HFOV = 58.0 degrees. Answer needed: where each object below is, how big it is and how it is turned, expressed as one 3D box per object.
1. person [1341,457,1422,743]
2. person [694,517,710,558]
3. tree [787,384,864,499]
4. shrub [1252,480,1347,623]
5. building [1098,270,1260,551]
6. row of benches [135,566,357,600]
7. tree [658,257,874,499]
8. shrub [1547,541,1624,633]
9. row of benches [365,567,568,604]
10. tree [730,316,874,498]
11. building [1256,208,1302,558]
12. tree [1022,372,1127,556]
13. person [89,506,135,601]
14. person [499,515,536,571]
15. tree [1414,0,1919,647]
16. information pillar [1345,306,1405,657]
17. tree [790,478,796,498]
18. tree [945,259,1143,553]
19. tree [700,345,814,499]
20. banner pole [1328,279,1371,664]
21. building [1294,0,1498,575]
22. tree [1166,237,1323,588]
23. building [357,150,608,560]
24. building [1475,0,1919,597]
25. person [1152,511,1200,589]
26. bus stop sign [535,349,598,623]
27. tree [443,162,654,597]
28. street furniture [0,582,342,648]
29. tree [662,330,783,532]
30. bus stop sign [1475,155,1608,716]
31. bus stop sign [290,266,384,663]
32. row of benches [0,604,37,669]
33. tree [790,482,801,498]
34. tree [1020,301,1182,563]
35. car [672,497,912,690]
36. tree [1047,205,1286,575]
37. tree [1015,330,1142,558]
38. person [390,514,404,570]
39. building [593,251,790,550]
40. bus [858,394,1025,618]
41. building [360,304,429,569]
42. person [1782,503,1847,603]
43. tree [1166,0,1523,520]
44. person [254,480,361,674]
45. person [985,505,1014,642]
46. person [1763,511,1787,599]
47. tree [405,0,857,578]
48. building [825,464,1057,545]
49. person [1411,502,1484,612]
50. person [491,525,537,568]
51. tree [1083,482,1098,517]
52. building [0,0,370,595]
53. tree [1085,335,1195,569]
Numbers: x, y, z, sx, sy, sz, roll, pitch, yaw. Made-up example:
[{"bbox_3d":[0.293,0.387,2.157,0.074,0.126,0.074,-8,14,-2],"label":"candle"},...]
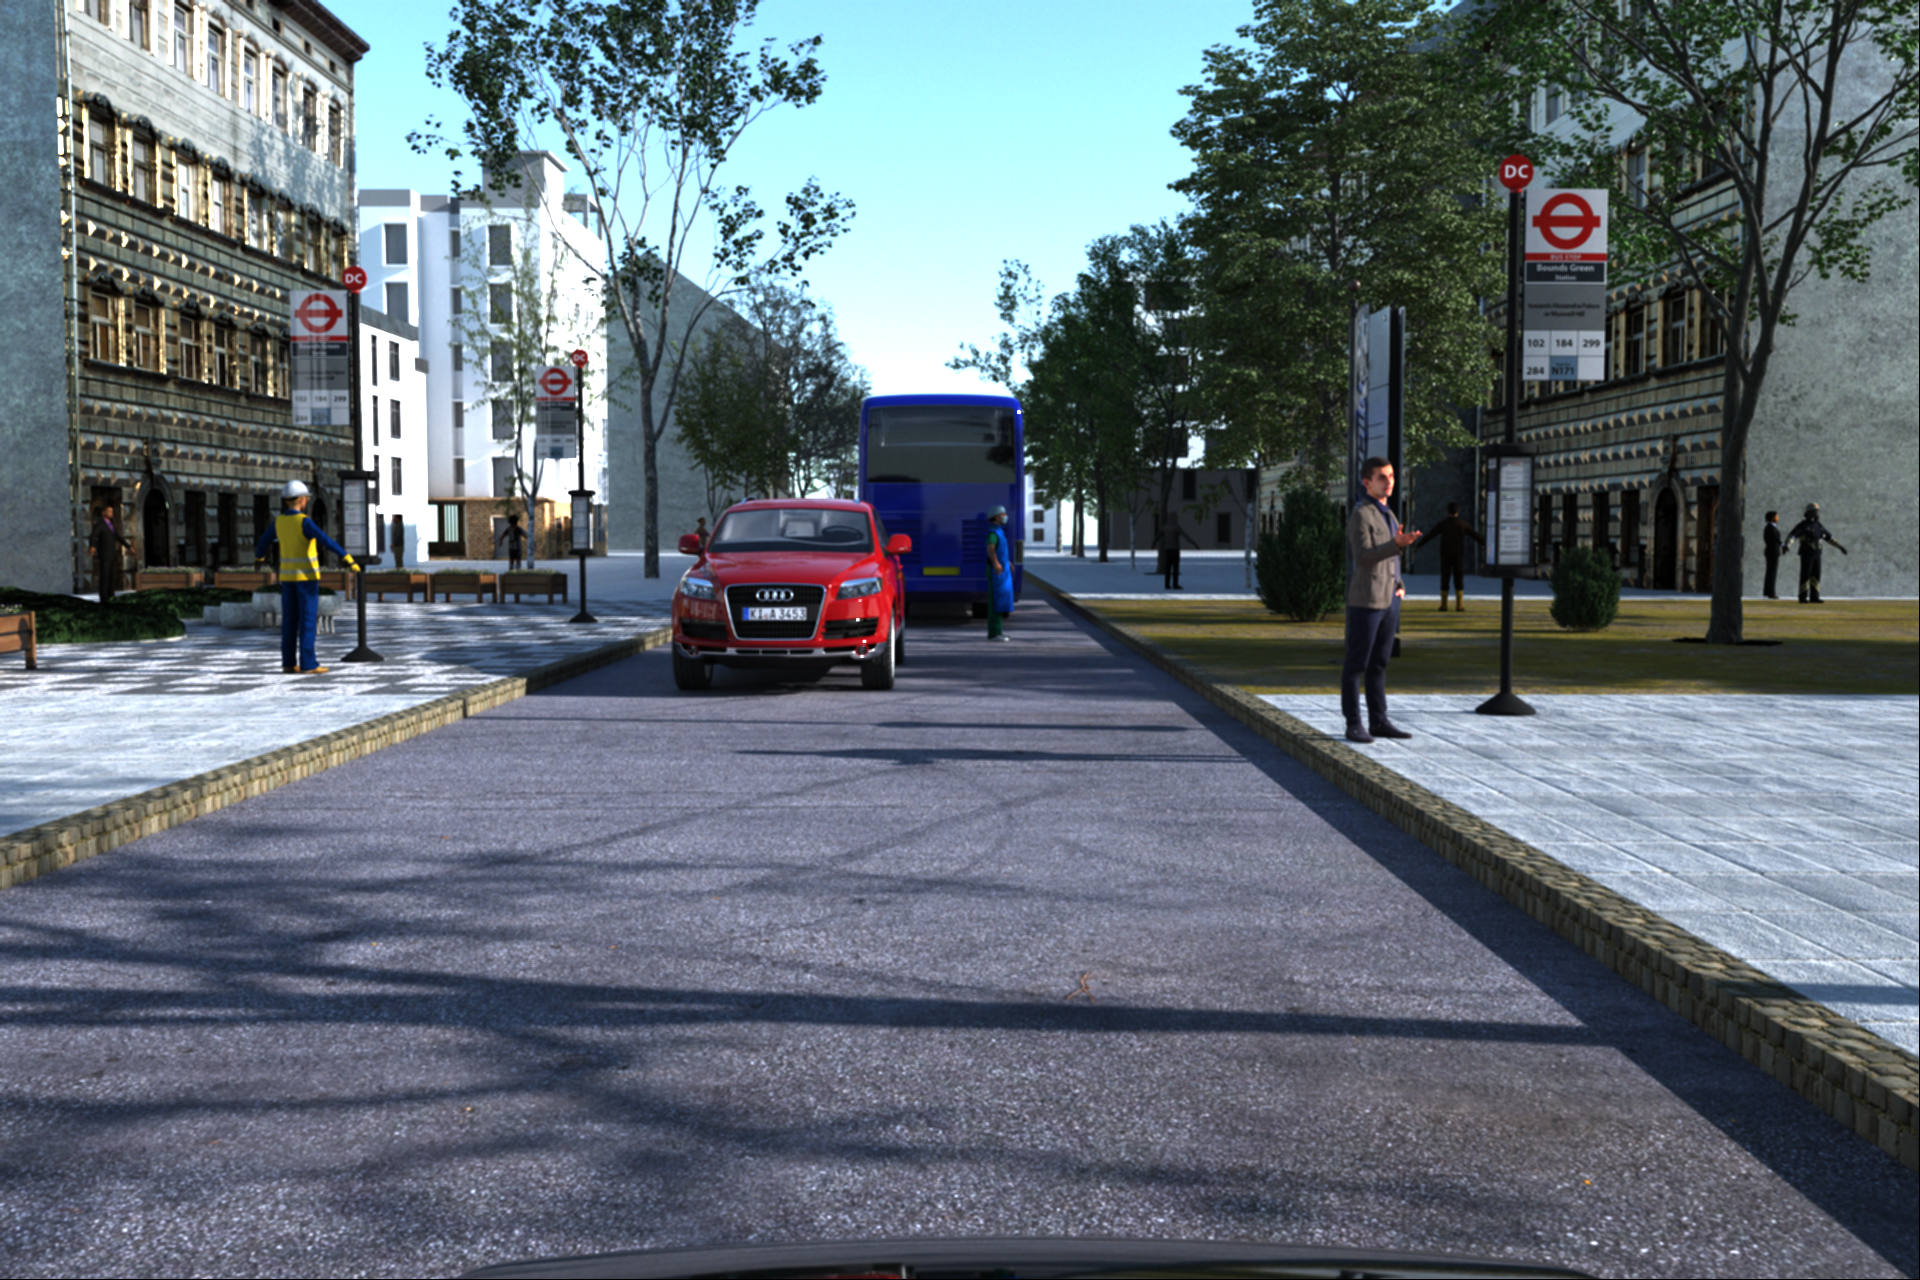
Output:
[{"bbox_3d":[2.682,-0.250,10.666,0.617,1.759,0.750,-3,4,-36],"label":"person"},{"bbox_3d":[-6.936,-2.465,47.102,0.721,1.733,1.217,2,4,27],"label":"person"},{"bbox_3d":[-8.470,-11.819,119.002,9.928,11.665,9.643,0,3,0],"label":"tree"},{"bbox_3d":[5.061,-1.303,25.338,1.661,2.075,1.752,0,3,0],"label":"shrub"},{"bbox_3d":[25.728,-18.755,150.617,27.936,21.610,32.646,0,4,0],"label":"building"},{"bbox_3d":[-13.906,-1.109,33.593,4.104,0.672,1.422,0,4,-7],"label":"row of benches"},{"bbox_3d":[-8.440,-10.246,77.884,12.009,13.543,11.850,0,3,0],"label":"tree"},{"bbox_3d":[8.182,-0.708,22.685,1.383,1.207,1.383,0,3,0],"label":"shrub"},{"bbox_3d":[-9.176,-1.029,32.280,4.104,0.672,1.422,1,4,14],"label":"row of benches"},{"bbox_3d":[-9.076,-11.515,98.632,12.009,13.543,11.850,0,3,0],"label":"tree"},{"bbox_3d":[25.355,-15.474,83.924,19.493,23.208,18.063,0,4,0],"label":"building"},{"bbox_3d":[7.058,-10.888,103.770,9.928,11.665,9.643,0,3,0],"label":"tree"},{"bbox_3d":[-15.552,-1.555,31.648,0.704,1.802,1.346,0,4,5],"label":"person"},{"bbox_3d":[-12.567,-2.619,48.970,1.345,1.843,0.704,2,4,29],"label":"person"},{"bbox_3d":[9.125,-5.757,19.876,9.928,11.665,9.643,0,3,0],"label":"tree"},{"bbox_3d":[4.477,-1.678,18.749,0.184,3.620,1.656,0,4,-2],"label":"information pillar"},{"bbox_3d":[-22.482,-16.518,204.484,7.601,10.594,8.767,0,4,-3],"label":"tree"},{"bbox_3d":[5.662,-16.183,120.473,12.611,20.169,13.585,0,3,0],"label":"tree"},{"bbox_3d":[-8.126,-7.224,68.482,4.737,8.622,4.395,0,3,0],"label":"tree"},{"bbox_3d":[3.875,-1.644,16.899,0.401,3.779,0.863,0,4,-1],"label":"banner pole"},{"bbox_3d":[23.394,-14.173,62.661,19.493,23.208,18.063,0,3,0],"label":"building"},{"bbox_3d":[6.886,-5.563,41.321,4.737,8.622,4.395,0,3,0],"label":"tree"},{"bbox_3d":[-25.232,-14.088,86.754,16.016,20.090,11.380,0,4,0],"label":"building"},{"bbox_3d":[25.160,-13.015,43.732,19.493,23.208,18.063,0,3,0],"label":"building"},{"bbox_3d":[4.966,-2.091,40.309,1.348,1.813,0.705,3,5,43],"label":"person"},{"bbox_3d":[-5.701,-2.225,25.087,0.855,3.939,0.416,0,3,0],"label":"bus stop sign"},{"bbox_3d":[-8.940,-5.181,35.080,4.360,8.622,3.978,0,3,0],"label":"tree"},{"bbox_3d":[-12.225,-0.529,24.268,5.734,0.657,10.072,-2,4,-34],"label":"street furniture"},{"bbox_3d":[-8.689,-6.829,62.018,4.737,8.622,4.395,0,3,0],"label":"tree"},{"bbox_3d":[4.130,-1.443,12.293,0.855,3.939,0.416,0,4,0],"label":"bus stop sign"},{"bbox_3d":[-6.248,-1.752,17.355,0.855,3.939,0.416,0,4,0],"label":"bus stop sign"},{"bbox_3d":[-8.902,0.061,14.460,1.422,0.672,4.104,0,4,-6],"label":"row of benches"},{"bbox_3d":[-21.560,-16.005,212.038,4.737,8.622,4.395,0,3,0],"label":"tree"},{"bbox_3d":[6.321,-9.309,77.961,9.928,11.665,9.643,0,3,0],"label":"tree"},{"bbox_3d":[-1.615,-0.548,17.630,2.281,1.827,5.304,0,3,0],"label":"car"},{"bbox_3d":[6.584,-7.874,54.497,9.928,11.665,9.643,0,3,0],"label":"tree"},{"bbox_3d":[6.202,-10.784,94.450,7.486,12.596,7.792,0,3,0],"label":"tree"},{"bbox_3d":[-14.277,-2.305,43.964,0.705,1.796,1.348,-1,4,-13],"label":"person"},{"bbox_3d":[-24.268,-19.128,143.668,19.493,23.208,18.063,0,4,-1],"label":"building"},{"bbox_3d":[-0.369,-2.489,32.248,2.896,3.916,12.251,0,4,-1],"label":"bus"},{"bbox_3d":[-26.433,-7.826,70.097,9.099,9.664,28.070,0,4,0],"label":"building"},{"bbox_3d":[15.801,-1.612,32.130,1.354,1.856,0.705,-1,4,-13],"label":"person"},{"bbox_3d":[7.320,-7.047,33.338,7.486,12.596,7.792,0,3,0],"label":"tree"},{"bbox_3d":[-6.055,-0.584,16.005,1.216,1.772,0.721,1,4,22],"label":"person"},{"bbox_3d":[0.525,-0.892,23.175,0.704,1.817,1.347,1,4,9],"label":"person"},{"bbox_3d":[16.203,-1.693,34.399,0.721,1.740,1.216,1,4,11],"label":"person"},{"bbox_3d":[-8.878,-11.780,48.499,12.611,20.169,13.585,0,3,0],"label":"tree"},{"bbox_3d":[-1.809,-16.113,208.044,28.070,9.664,9.099,0,4,0],"label":"building"},{"bbox_3d":[8.178,-1.384,28.769,1.346,1.812,0.704,1,4,16],"label":"person"},{"bbox_3d":[-13.398,-2.808,52.100,1.347,1.806,0.705,0,4,-6],"label":"person"},{"bbox_3d":[18.277,-16.903,210.768,7.601,10.594,8.767,0,4,2],"label":"tree"},{"bbox_3d":[-27.924,-13.079,44.771,19.493,23.208,18.063,0,4,0],"label":"building"},{"bbox_3d":[6.371,-6.884,62.914,4.737,8.622,4.395,0,3,0],"label":"tree"}]
